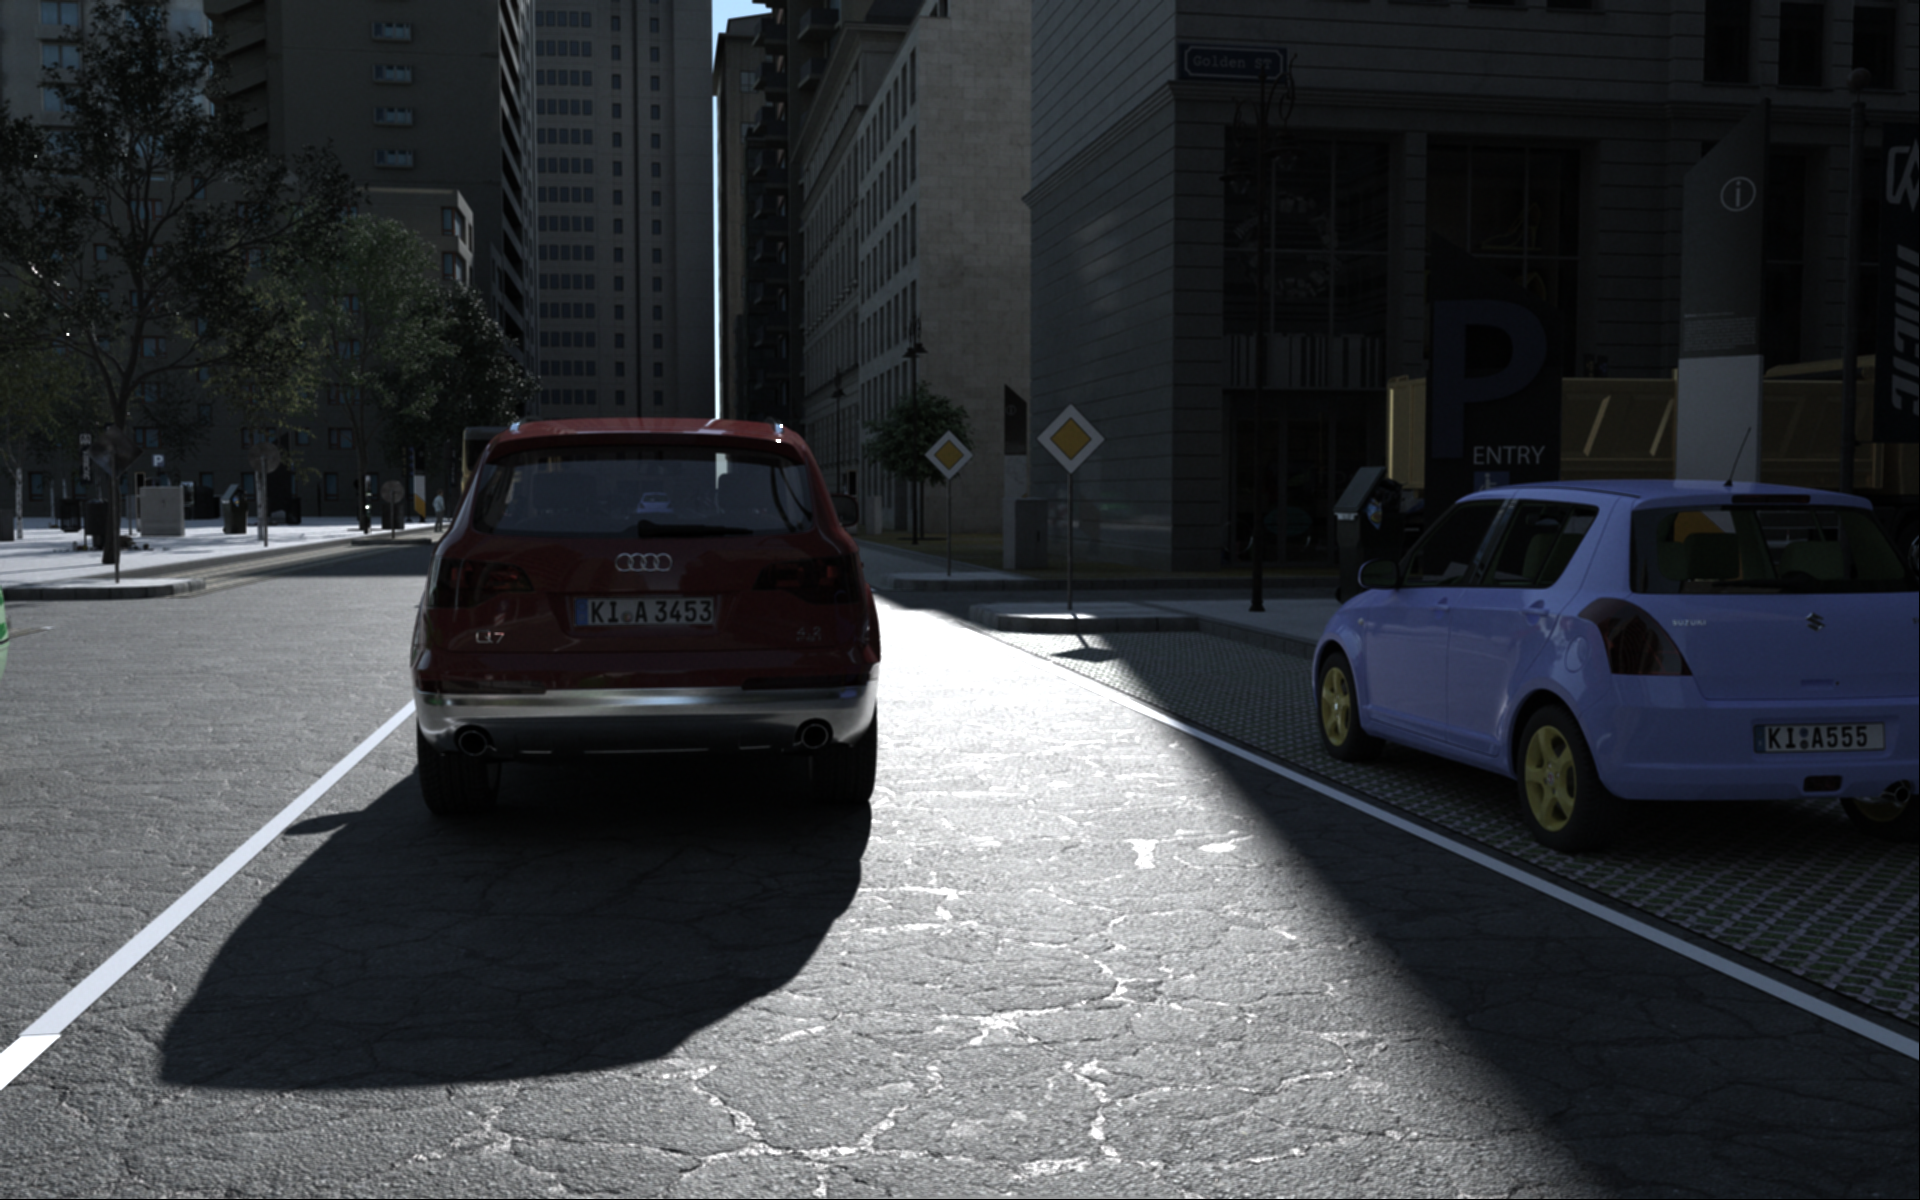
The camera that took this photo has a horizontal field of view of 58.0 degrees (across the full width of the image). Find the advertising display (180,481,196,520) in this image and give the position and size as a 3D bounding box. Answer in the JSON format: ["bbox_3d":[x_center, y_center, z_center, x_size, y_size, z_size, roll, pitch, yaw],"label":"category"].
[{"bbox_3d":[-38.235,-4.921,85.675,0.974,1.923,0.123,1,4,16],"label":"advertising display"}]

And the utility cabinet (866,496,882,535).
[{"bbox_3d":[-2.732,-2.672,54.841,0.306,1.237,1.020,1,4,11],"label":"utility cabinet"}]

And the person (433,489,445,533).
[{"bbox_3d":[-19.250,-3.291,64.115,0.330,1.601,0.589,-3,5,-44],"label":"person"}]

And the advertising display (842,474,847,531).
[{"bbox_3d":[-3.632,-3.068,55.372,0.123,1.923,0.974,-1,4,-11],"label":"advertising display"}]

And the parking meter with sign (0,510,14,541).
[{"bbox_3d":[-26.342,-3.066,46.392,0.543,3.016,1.738,2,4,33],"label":"parking meter with sign"}]

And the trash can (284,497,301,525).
[{"bbox_3d":[-27.864,-3.713,72.365,0.748,1.137,0.748,0,3,0],"label":"trash can"}]

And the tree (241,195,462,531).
[{"bbox_3d":[-21.125,-8.261,60.821,9.928,11.665,9.643,0,3,0],"label":"tree"}]

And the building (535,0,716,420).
[{"bbox_3d":[-41.673,-39.718,191.391,28.212,58.520,21.231,-1,4,-10],"label":"building"}]

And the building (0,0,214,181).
[{"bbox_3d":[-75.619,-32.643,153.315,30.456,49.044,23.786,-1,4,-10],"label":"building"}]

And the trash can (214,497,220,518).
[{"bbox_3d":[-39.433,-4.884,91.505,0.748,1.137,0.748,0,3,0],"label":"trash can"}]

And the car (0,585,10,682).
[{"bbox_3d":[-6.031,0.051,7.966,1.959,1.807,4.718,-1,4,-9],"label":"car"}]

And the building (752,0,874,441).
[{"bbox_3d":[-2.731,-28.397,118.910,22.147,44.769,28.867,-1,4,-10],"label":"building"}]

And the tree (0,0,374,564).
[{"bbox_3d":[-15.307,-5.929,31.356,7.601,10.594,8.767,2,4,25],"label":"tree"}]

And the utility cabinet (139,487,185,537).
[{"bbox_3d":[-23.741,-2.621,51.527,1.173,1.500,0.318,0,4,-3],"label":"utility cabinet"}]

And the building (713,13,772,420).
[{"bbox_3d":[-14.419,-37.388,200.526,27.495,52.752,28.713,-1,4,-10],"label":"building"}]

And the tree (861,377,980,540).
[{"bbox_3d":[-0.995,-3.978,48.758,4.285,4.588,4.351,0,3,0],"label":"tree"}]

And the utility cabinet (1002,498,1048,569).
[{"bbox_3d":[1.139,-1.148,29.926,0.306,1.237,1.020,2,4,35],"label":"utility cabinet"}]

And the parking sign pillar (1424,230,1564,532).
[{"bbox_3d":[5.383,-1.774,17.484,1.447,3.967,1.447,1,4,21],"label":"parking sign pillar"}]

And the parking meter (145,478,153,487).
[{"bbox_3d":[-29.415,-3.481,62.625,0.255,1.863,0.399,3,4,39],"label":"parking meter"}]

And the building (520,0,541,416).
[{"bbox_3d":[-50.112,-44.123,159.663,20.611,71.187,20.563,-1,4,-10],"label":"building"}]

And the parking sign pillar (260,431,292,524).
[{"bbox_3d":[-29.302,-5.236,74.083,1.447,3.967,1.447,-1,4,-14],"label":"parking sign pillar"}]

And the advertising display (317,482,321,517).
[{"bbox_3d":[-35.659,-5.578,96.415,0.123,1.923,0.974,-1,4,-17],"label":"advertising display"}]

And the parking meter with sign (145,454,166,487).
[{"bbox_3d":[-35.138,-4.838,75.369,0.543,3.016,1.738,0,4,-5],"label":"parking meter with sign"}]

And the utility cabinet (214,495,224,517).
[{"bbox_3d":[-40.649,-5.155,95.446,0.306,1.237,1.020,2,4,32],"label":"utility cabinet"}]

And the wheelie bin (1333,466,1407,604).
[{"bbox_3d":[4.747,-0.743,20.051,0.693,1.594,0.980,-1,4,-14],"label":"wheelie bin"}]

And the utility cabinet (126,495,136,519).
[{"bbox_3d":[-41.780,-4.697,87.963,1.020,1.237,0.306,-2,4,-29],"label":"utility cabinet"}]

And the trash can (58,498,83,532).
[{"bbox_3d":[-29.954,-2.855,58.332,0.748,1.137,0.748,0,3,0],"label":"trash can"}]

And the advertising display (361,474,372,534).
[{"bbox_3d":[-19.059,-3.085,55.649,0.123,1.923,0.974,-1,4,-9],"label":"advertising display"}]

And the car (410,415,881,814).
[{"bbox_3d":[-1.628,-0.045,9.406,2.281,1.827,5.304,-1,4,-8],"label":"car"}]

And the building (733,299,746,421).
[{"bbox_3d":[-6.780,-19.484,163.597,27.650,21.520,28.899,-1,4,-10],"label":"building"}]

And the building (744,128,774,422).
[{"bbox_3d":[-10.518,-22.572,140.749,14.160,30.474,14.107,-1,4,-10],"label":"building"}]

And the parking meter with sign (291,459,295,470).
[{"bbox_3d":[-33.260,-5.425,84.955,0.543,3.016,1.738,0,4,5],"label":"parking meter with sign"}]

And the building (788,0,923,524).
[{"bbox_3d":[0.553,-15.575,87.939,16.112,22.955,30.059,-1,4,-10],"label":"building"}]

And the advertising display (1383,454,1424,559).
[{"bbox_3d":[7.225,-1.388,27.902,0.974,1.923,0.123,-2,4,-24],"label":"advertising display"}]

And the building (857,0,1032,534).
[{"bbox_3d":[2.355,-12.832,64.559,10.420,20.320,16.860,-1,4,-10],"label":"building"}]

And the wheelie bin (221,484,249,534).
[{"bbox_3d":[-23.460,-2.945,56.066,0.980,1.594,0.693,3,5,42],"label":"wheelie bin"}]

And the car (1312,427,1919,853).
[{"bbox_3d":[2.984,0.079,8.293,1.945,1.707,3.694,-1,4,-9],"label":"car"}]

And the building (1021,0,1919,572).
[{"bbox_3d":[17.044,-15.778,35.459,29.804,29.767,11.434,-1,4,-10],"label":"building"}]

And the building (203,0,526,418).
[{"bbox_3d":[-45.824,-31.276,135.065,21.300,48.544,21.600,-1,4,-10],"label":"building"}]

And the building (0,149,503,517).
[{"bbox_3d":[-44.551,-16.222,110.262,27.650,21.520,28.899,-1,4,-10],"label":"building"}]
